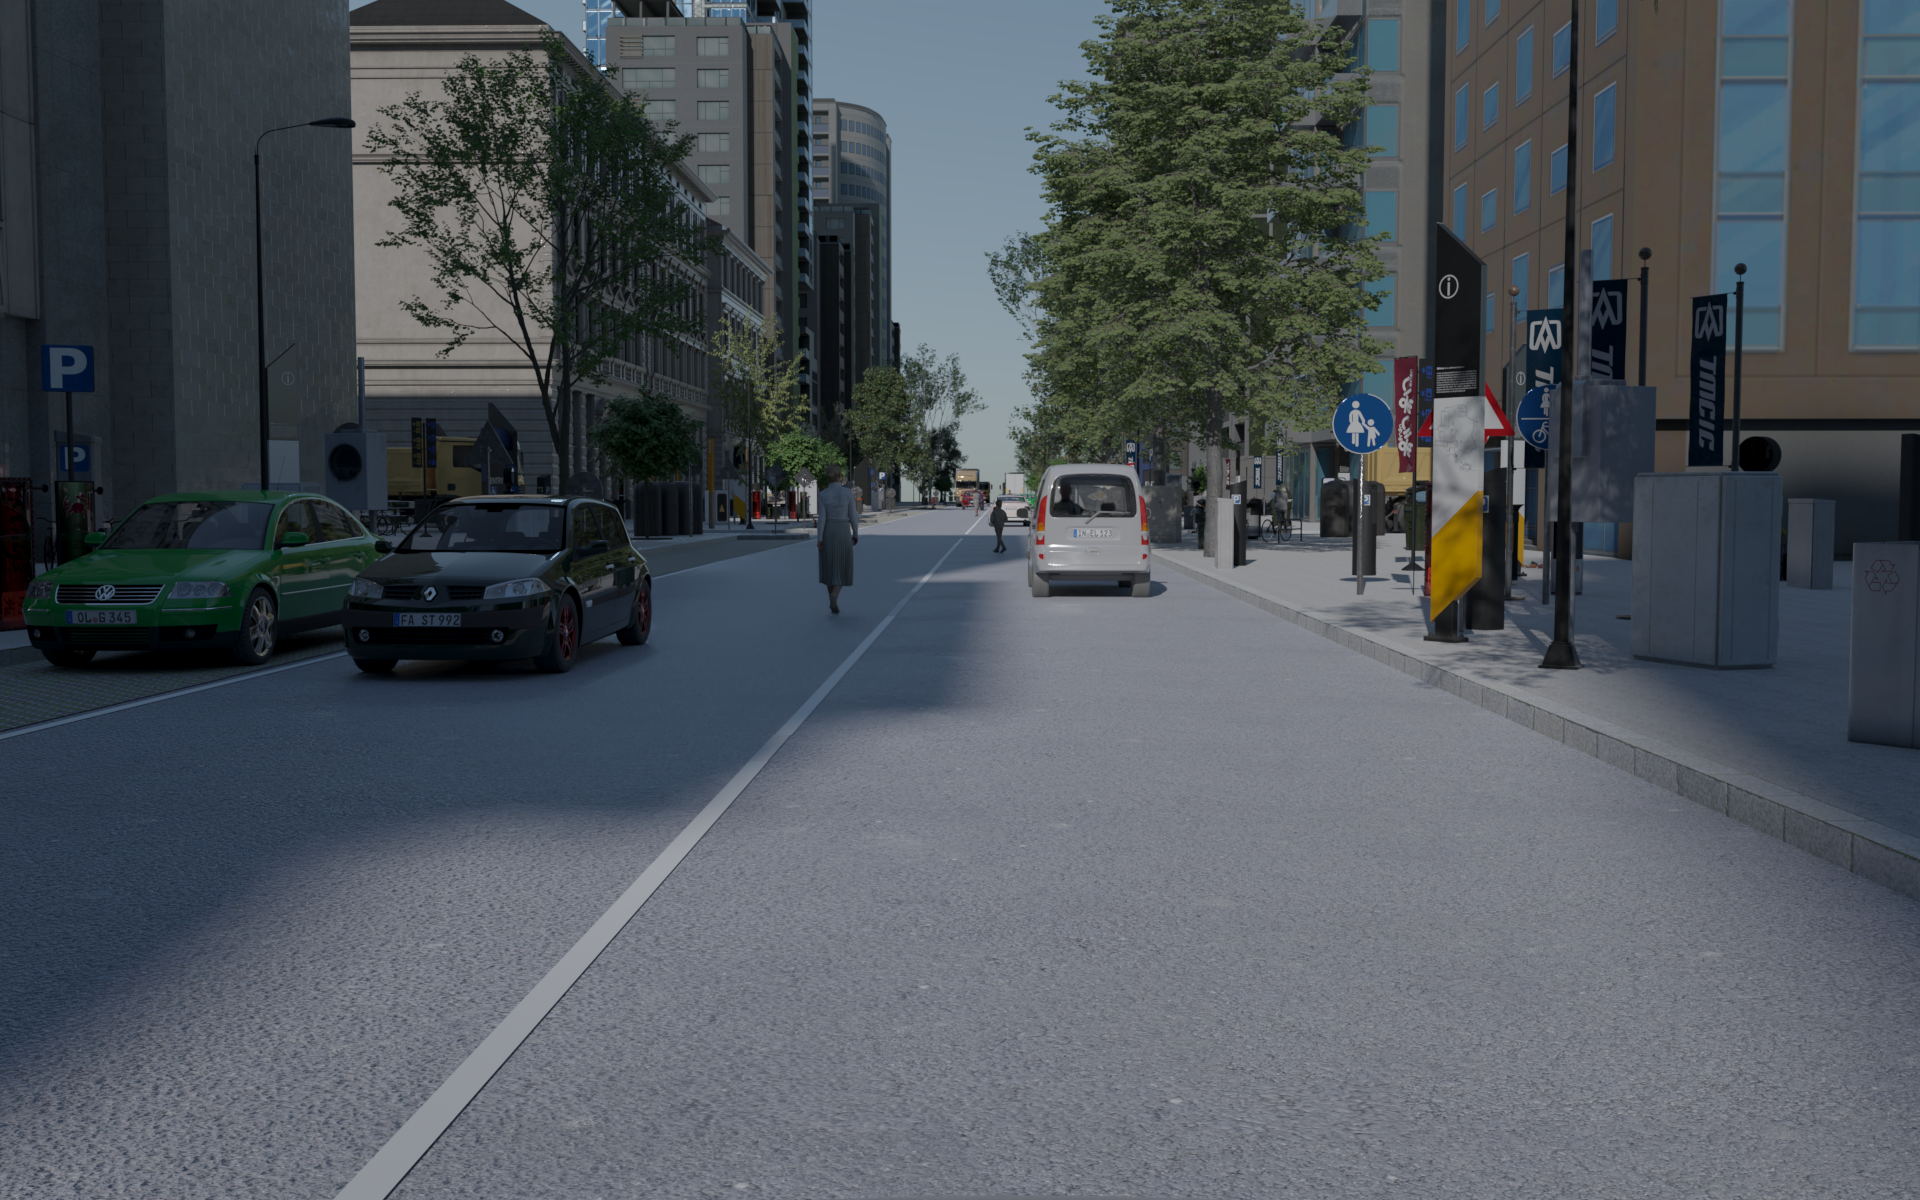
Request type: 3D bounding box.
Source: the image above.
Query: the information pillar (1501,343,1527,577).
[{"bbox_3d":[8.579,-2.170,26.827,0.504,3.616,0.183,-2,4,-32],"label":"information pillar"}]

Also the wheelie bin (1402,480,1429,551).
[{"bbox_3d":[10.450,-1.914,39.207,0.693,1.594,0.980,-1,4,-18],"label":"wheelie bin"}]

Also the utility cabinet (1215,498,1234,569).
[{"bbox_3d":[4.604,-1.161,30.142,0.306,1.237,1.020,0,4,6],"label":"utility cabinet"}]

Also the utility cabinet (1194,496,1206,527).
[{"bbox_3d":[9.509,-3.490,68.231,0.306,1.237,1.020,-1,4,-14],"label":"utility cabinet"}]

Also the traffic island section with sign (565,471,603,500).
[{"bbox_3d":[-6.522,-1.290,29.724,1.989,1.847,2.006,0,4,1],"label":"traffic island section with sign"}]

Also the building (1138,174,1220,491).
[{"bbox_3d":[23.316,-23.529,156.402,14.160,30.474,14.107,0,4,1],"label":"building"}]

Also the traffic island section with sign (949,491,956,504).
[{"bbox_3d":[-1.205,-14.462,245.074,1.989,1.847,2.006,0,4,1],"label":"traffic island section with sign"}]

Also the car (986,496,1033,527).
[{"bbox_3d":[2.226,-3.973,77.313,2.083,1.381,4.827,0,4,0],"label":"car"}]

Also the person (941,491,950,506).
[{"bbox_3d":[-1.849,-12.448,212.112,1.350,1.814,0.705,2,4,31],"label":"person"}]

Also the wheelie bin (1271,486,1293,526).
[{"bbox_3d":[12.941,-3.787,69.830,0.980,1.594,0.693,-3,5,-41],"label":"wheelie bin"}]

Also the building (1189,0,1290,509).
[{"bbox_3d":[27.515,-41.700,120.049,20.563,71.187,20.611,0,4,1],"label":"building"}]

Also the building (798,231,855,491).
[{"bbox_3d":[-19.196,-25.691,191.751,14.160,30.474,14.107,0,4,1],"label":"building"}]

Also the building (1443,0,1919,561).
[{"bbox_3d":[19.685,-23.746,38.365,14.600,45.320,14.200,0,4,1],"label":"building"}]

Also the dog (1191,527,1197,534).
[{"bbox_3d":[8.147,-2.450,60.252,0.748,0.427,0.550,-1,4,-10],"label":"dog"}]

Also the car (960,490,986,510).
[{"bbox_3d":[1.184,-9.158,158.401,2.281,1.827,5.304,0,3,0],"label":"car"}]

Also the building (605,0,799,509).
[{"bbox_3d":[-21.339,-28.284,146.043,14.154,41.232,14.086,0,4,1],"label":"building"}]

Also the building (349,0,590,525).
[{"bbox_3d":[-21.491,-15.420,81.002,11.050,23.489,19.941,0,4,1],"label":"building"}]

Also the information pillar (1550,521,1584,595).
[{"bbox_3d":[7.722,-1.071,21.998,0.304,2.012,0.304,3,5,45],"label":"information pillar"}]

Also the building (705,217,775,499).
[{"bbox_3d":[-20.126,-17.447,121.420,11.583,22.565,21.152,0,4,1],"label":"building"}]

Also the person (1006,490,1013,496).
[{"bbox_3d":[4.492,-9.003,155.704,1.348,1.823,0.705,-2,4,-27],"label":"person"}]

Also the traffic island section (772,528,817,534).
[{"bbox_3d":[-5.696,-2.499,63.143,2.009,0.180,2.903,0,4,1],"label":"traffic island section"}]

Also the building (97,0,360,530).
[{"bbox_3d":[-24.830,-11.421,41.487,16.860,20.320,10.420,0,4,1],"label":"building"}]

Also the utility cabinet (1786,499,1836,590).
[{"bbox_3d":[11.655,-0.768,23.725,0.306,1.237,1.020,1,4,8],"label":"utility cabinet"}]

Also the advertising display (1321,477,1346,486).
[{"bbox_3d":[14.364,-3.757,66.640,0.974,1.923,0.123,-1,4,-13],"label":"advertising display"}]

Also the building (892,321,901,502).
[{"bbox_3d":[-16.986,-31.127,280.620,14.160,30.474,14.107,0,4,1],"label":"building"}]

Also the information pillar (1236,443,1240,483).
[{"bbox_3d":[12.689,-5.370,79.150,0.183,3.616,0.504,0,4,-5],"label":"information pillar"}]

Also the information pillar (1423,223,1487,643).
[{"bbox_3d":[4.273,-1.439,14.883,0.183,3.616,0.504,-3,4,-36],"label":"information pillar"}]

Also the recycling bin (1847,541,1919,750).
[{"bbox_3d":[5.090,0.224,8.885,0.722,1.027,0.722,-2,4,-35],"label":"recycling bin"}]

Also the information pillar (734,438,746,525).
[{"bbox_3d":[-9.194,-4.955,72.374,0.504,3.616,0.183,0,4,-6],"label":"information pillar"}]

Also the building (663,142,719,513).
[{"bbox_3d":[-21.115,-16.638,100.903,11.050,23.489,19.941,0,4,1],"label":"building"}]

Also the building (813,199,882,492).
[{"bbox_3d":[-18.101,-33.835,236.793,14.154,41.232,14.086,0,4,1],"label":"building"}]

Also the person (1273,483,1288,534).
[{"bbox_3d":[10.926,-3.085,59.115,0.537,1.800,0.526,0,4,-3],"label":"person"}]

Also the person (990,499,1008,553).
[{"bbox_3d":[0.937,-1.796,42.135,0.475,1.303,0.640,-3,4,-36],"label":"person"}]

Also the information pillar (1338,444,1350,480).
[{"bbox_3d":[15.131,-4.702,68.224,0.504,3.616,0.183,-1,4,-19],"label":"information pillar"}]

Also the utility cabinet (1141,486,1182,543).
[{"bbox_3d":[5.222,-2.247,45.413,1.173,1.500,0.318,3,4,36],"label":"utility cabinet"}]

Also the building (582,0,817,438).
[{"bbox_3d":[-24.771,-52.293,167.659,22.319,86.520,31.000,0,4,1],"label":"building"}]

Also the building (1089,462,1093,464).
[{"bbox_3d":[26.314,-29.806,259.034,14.160,30.474,14.107,0,4,1],"label":"building"}]

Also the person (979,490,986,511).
[{"bbox_3d":[1.990,-8.582,149.266,0.568,1.767,0.683,1,4,15],"label":"person"}]

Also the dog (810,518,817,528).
[{"bbox_3d":[-5.946,-3.210,72.671,0.550,0.427,0.748,-3,4,-38],"label":"dog"}]

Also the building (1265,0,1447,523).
[{"bbox_3d":[29.671,-28.169,80.170,30.456,49.044,23.786,0,4,1],"label":"building"}]

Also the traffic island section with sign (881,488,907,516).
[{"bbox_3d":[-4.472,-6.383,112.989,1.989,1.847,2.006,0,4,1],"label":"traffic island section with sign"}]

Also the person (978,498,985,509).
[{"bbox_3d":[2.003,-9.553,165.635,0.756,1.711,0.436,1,4,20],"label":"person"}]

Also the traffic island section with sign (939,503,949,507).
[{"bbox_3d":[-2.559,-11.101,190.121,1.989,1.847,2.006,0,4,1],"label":"traffic island section with sign"}]

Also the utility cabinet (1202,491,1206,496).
[{"bbox_3d":[16.555,-6.623,116.967,0.318,1.500,1.173,0,4,-3],"label":"utility cabinet"}]

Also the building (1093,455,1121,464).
[{"bbox_3d":[25.741,-34.282,244.104,14.154,41.232,14.086,0,4,1],"label":"building"}]

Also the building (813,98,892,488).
[{"bbox_3d":[-21.567,-43.817,258.413,21.231,58.520,28.212,0,4,1],"label":"building"}]

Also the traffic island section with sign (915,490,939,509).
[{"bbox_3d":[-3.236,-9.430,162.804,1.989,1.847,2.006,0,4,1],"label":"traffic island section with sign"}]

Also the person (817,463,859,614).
[{"bbox_3d":[-1.486,-0.733,20.705,0.478,1.798,0.641,1,4,11],"label":"person"}]

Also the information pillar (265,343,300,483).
[{"bbox_3d":[-10.467,-2.169,26.822,0.183,3.616,0.504,3,5,44],"label":"information pillar"}]

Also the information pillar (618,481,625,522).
[{"bbox_3d":[-15.512,-4.582,79.409,0.304,2.012,0.304,0,4,-6],"label":"information pillar"}]

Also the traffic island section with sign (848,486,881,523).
[{"bbox_3d":[-5.135,-4.735,86.042,1.989,1.847,2.006,0,4,1],"label":"traffic island section with sign"}]

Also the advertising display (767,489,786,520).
[{"bbox_3d":[-9.251,-5.016,87.228,0.974,1.923,0.123,0,4,0],"label":"advertising display"}]

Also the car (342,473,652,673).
[{"bbox_3d":[-3.919,-0.328,15.148,2.009,1.686,4.222,0,4,3],"label":"car"}]

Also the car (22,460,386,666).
[{"bbox_3d":[-6.666,-0.427,15.782,1.959,1.807,4.718,0,4,0],"label":"car"}]

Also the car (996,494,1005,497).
[{"bbox_3d":[6.637,-15.626,267.288,2.131,1.459,4.920,0,4,3],"label":"car"}]

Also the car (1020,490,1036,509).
[{"bbox_3d":[5.584,-8.201,142.883,1.959,1.807,4.718,0,4,3],"label":"car"}]

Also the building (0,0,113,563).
[{"bbox_3d":[-22.959,-12.579,23.694,12.078,24.808,19.932,0,4,1],"label":"building"}]

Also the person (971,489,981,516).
[{"bbox_3d":[1.042,-6.292,111.738,0.716,1.782,0.532,-3,5,-40],"label":"person"}]

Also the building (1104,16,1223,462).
[{"bbox_3d":[30.902,-36.777,190.535,28.713,52.752,27.495,0,4,1],"label":"building"}]

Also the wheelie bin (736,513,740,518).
[{"bbox_3d":[-11.659,-5.145,92.029,0.980,1.594,0.693,0,4,-2],"label":"wheelie bin"}]
